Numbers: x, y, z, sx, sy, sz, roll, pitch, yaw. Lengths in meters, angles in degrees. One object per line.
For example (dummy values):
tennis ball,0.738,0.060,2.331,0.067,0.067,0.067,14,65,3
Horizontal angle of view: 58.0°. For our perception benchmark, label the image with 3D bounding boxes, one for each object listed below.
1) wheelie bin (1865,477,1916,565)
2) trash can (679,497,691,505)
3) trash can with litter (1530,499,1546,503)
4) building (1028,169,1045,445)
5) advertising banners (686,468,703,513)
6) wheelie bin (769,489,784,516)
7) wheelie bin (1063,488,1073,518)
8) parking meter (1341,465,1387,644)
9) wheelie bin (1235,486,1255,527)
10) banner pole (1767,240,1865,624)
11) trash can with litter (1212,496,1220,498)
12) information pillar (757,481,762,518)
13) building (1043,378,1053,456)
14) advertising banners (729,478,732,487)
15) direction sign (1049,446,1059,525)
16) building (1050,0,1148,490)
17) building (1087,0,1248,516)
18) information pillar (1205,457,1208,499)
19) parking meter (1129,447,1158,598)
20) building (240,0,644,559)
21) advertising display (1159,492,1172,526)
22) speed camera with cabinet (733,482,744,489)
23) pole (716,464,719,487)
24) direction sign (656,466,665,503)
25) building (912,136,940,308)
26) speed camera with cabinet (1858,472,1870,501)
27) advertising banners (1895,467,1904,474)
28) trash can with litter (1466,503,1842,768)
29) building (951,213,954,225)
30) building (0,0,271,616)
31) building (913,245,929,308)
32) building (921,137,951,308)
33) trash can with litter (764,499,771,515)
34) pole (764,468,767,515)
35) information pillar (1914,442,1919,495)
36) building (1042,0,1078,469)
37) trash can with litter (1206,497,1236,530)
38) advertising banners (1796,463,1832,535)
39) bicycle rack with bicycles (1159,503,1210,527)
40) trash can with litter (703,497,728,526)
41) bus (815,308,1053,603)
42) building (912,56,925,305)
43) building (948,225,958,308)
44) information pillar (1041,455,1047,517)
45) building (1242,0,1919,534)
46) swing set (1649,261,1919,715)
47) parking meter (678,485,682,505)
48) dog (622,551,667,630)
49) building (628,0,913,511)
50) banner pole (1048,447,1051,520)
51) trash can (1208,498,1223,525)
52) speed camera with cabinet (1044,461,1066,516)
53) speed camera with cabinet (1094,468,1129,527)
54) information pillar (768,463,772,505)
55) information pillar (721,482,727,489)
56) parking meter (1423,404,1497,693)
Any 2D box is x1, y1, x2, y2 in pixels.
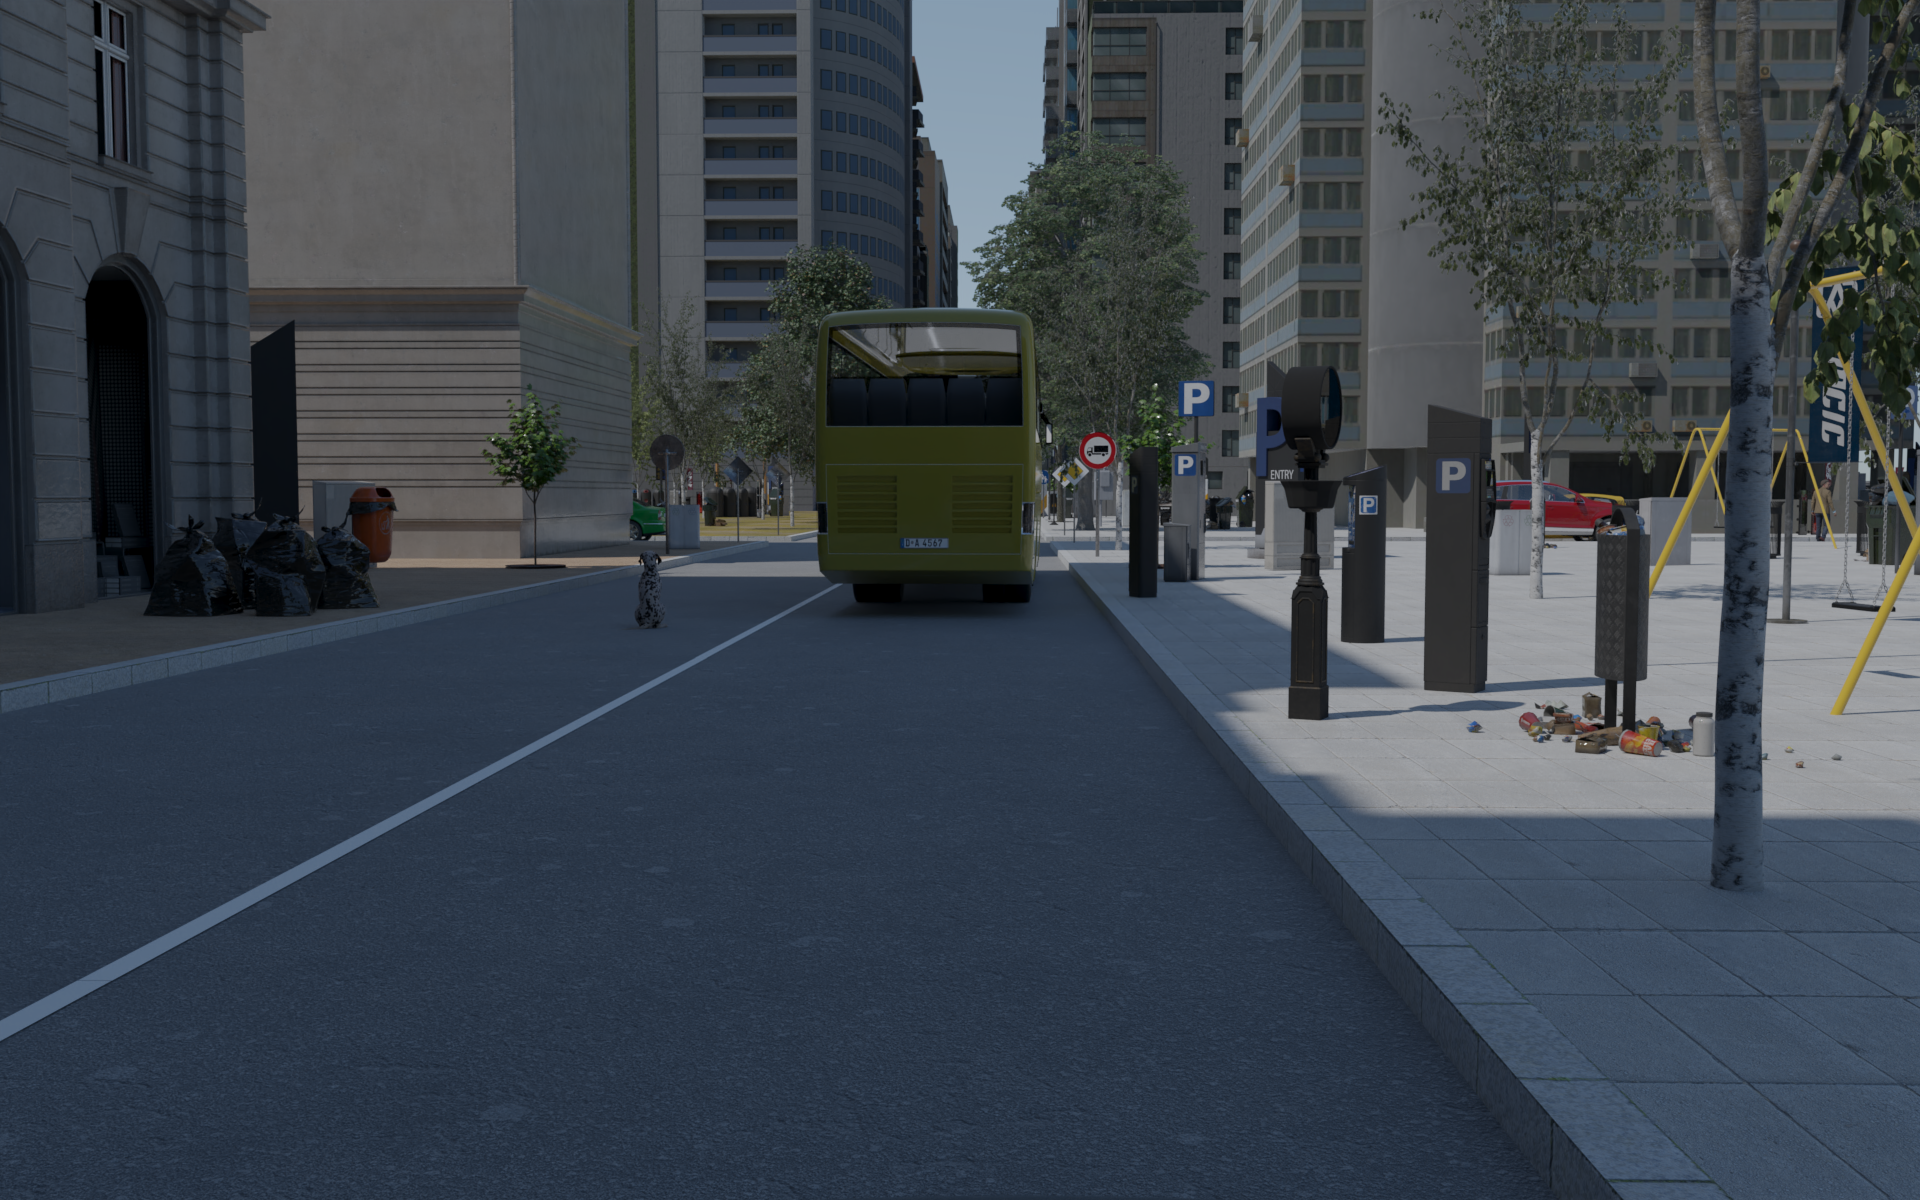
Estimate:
wheelie bin,16.872,-1.435,31.366,0.693,1.594,0.980,-1,4,-15
trash can,-15.500,-5.260,97.658,0.748,1.137,0.748,0,3,0
trash can with litter,13.366,-1.836,41.075,2.233,1.210,1.678,-3,4,-36
building,25.206,-41.843,273.375,28.713,52.752,27.495,0,4,2
advertising banners,-17.335,-7.294,115.440,2.074,3.025,0.090,1,4,20
wheelie bin,-10.522,-5.595,99.383,0.980,1.594,0.693,2,4,35
wheelie bin,5.501,-5.103,91.344,0.693,1.594,0.980,3,5,44
parking meter,3.495,-0.402,14.990,0.372,1.533,0.369,0,3,0
wheelie bin,11.060,-3.623,67.152,0.693,1.594,0.980,0,4,-2
banner pole,8.404,-1.650,16.997,0.863,3.779,0.401,3,5,43
trash can with litter,10.897,-3.967,75.919,2.233,1.210,1.678,-3,5,-45
information pillar,-10.817,-5.469,93.908,0.304,2.012,0.304,-3,4,-38
building,17.624,-27.513,221.540,14.160,30.474,14.107,0,4,2
advertising banners,-14.974,-7.311,115.729,0.090,3.025,2.074,2,4,24
direction sign,3.899,-4.877,71.729,0.379,3.537,0.876,0,4,0
building,17.712,-42.768,137.514,20.563,71.187,20.611,0,4,2
building,14.688,-20.420,105.566,14.160,30.474,14.107,0,4,2
information pillar,13.455,-6.377,95.612,0.504,3.616,0.183,3,4,36
parking meter,2.280,-0.970,21.564,0.255,1.863,0.399,-1,4,-16
building,-18.306,-12.398,38.864,21.152,22.565,11.583,0,4,2
advertising display,8.267,-3.951,69.820,0.974,1.923,0.123,1,4,22
speed camera with cabinet,-13.110,-6.608,102.375,0.660,3.252,2.038,0,4,-8
pole,-16.297,-7.491,116.313,0.158,3.312,0.155,0,3,0
direction sign,-17.025,-6.519,98.586,0.379,3.537,0.876,2,4,29
building,-9.759,-34.894,220.631,14.600,45.320,14.200,0,4,2
speed camera with cabinet,37.177,-4.696,71.111,0.660,3.252,2.038,0,4,-7
advertising banners,59.917,-7.089,112.097,2.074,3.025,0.090,1,4,19
trash can with litter,3.574,0.110,9.256,1.678,1.210,2.233,1,4,11
building,-11.878,-39.789,274.248,21.300,48.544,21.600,0,4,2
building,-15.928,-10.407,11.959,13.314,21.916,24.055,0,4,2
building,-10.767,-25.780,193.207,14.160,30.474,14.107,0,4,2
building,-12.646,-37.611,238.636,21.300,48.544,21.600,0,4,2
trash can with litter,-12.035,-5.844,106.934,1.055,1.170,0.624,-2,4,-25
pole,-12.211,-7.009,108.442,0.158,3.312,0.155,0,3,0
information pillar,42.744,-5.255,77.274,0.183,3.616,0.504,0,4,-4
building,19.013,-33.275,163.648,23.786,49.044,30.456,0,4,2
trash can with litter,9.360,-3.118,62.363,1.055,1.170,0.624,-2,4,-30
advertising banners,26.946,-3.567,54.516,2.074,3.025,0.090,-2,4,-35
bicycle rack with bicycles,8.850,-3.285,67.095,2.925,0.926,2.852,-1,4,-10
trash can with litter,-9.724,-3.521,68.962,1.055,1.170,0.624,2,4,29
bus,-0.076,-2.092,25.743,2.896,3.916,12.252,0,4,3
building,-14.901,-31.609,171.432,22.147,44.769,28.867,0,4,2
building,-7.476,-35.042,256.530,14.154,41.232,14.086,0,4,2
information pillar,4.687,-6.480,97.295,0.504,3.616,0.183,-3,5,-41
building,24.498,-23.178,70.845,23.993,40.220,32.217,0,4,2
swing set,6.375,-0.842,11.384,2.862,2.851,3.119,0,4,-5
parking meter,-18.194,-6.562,113.007,0.255,1.863,0.399,-2,4,-34
dog,-3.417,-0.104,18.544,0.513,0.831,0.800,2,4,31
building,-15.164,-36.727,142.481,21.231,58.520,28.212,0,4,2
banner pole,4.399,-5.800,84.843,0.401,3.779,0.863,1,4,8
trash can,9.643,-3.248,64.754,0.748,1.137,0.748,0,3,0
speed camera with cabinet,5.801,-6.593,102.124,2.038,3.252,0.660,-3,4,-38
speed camera with cabinet,6.343,-4.524,68.305,2.038,3.252,0.660,0,4,-6
information pillar,-13.457,-8.073,123.344,0.504,3.616,0.183,2,4,24
information pillar,-14.245,-6.122,104.580,0.304,2.012,0.304,-1,4,-22
parking meter,3.251,-0.340,11.262,0.399,1.863,0.255,2,4,33
